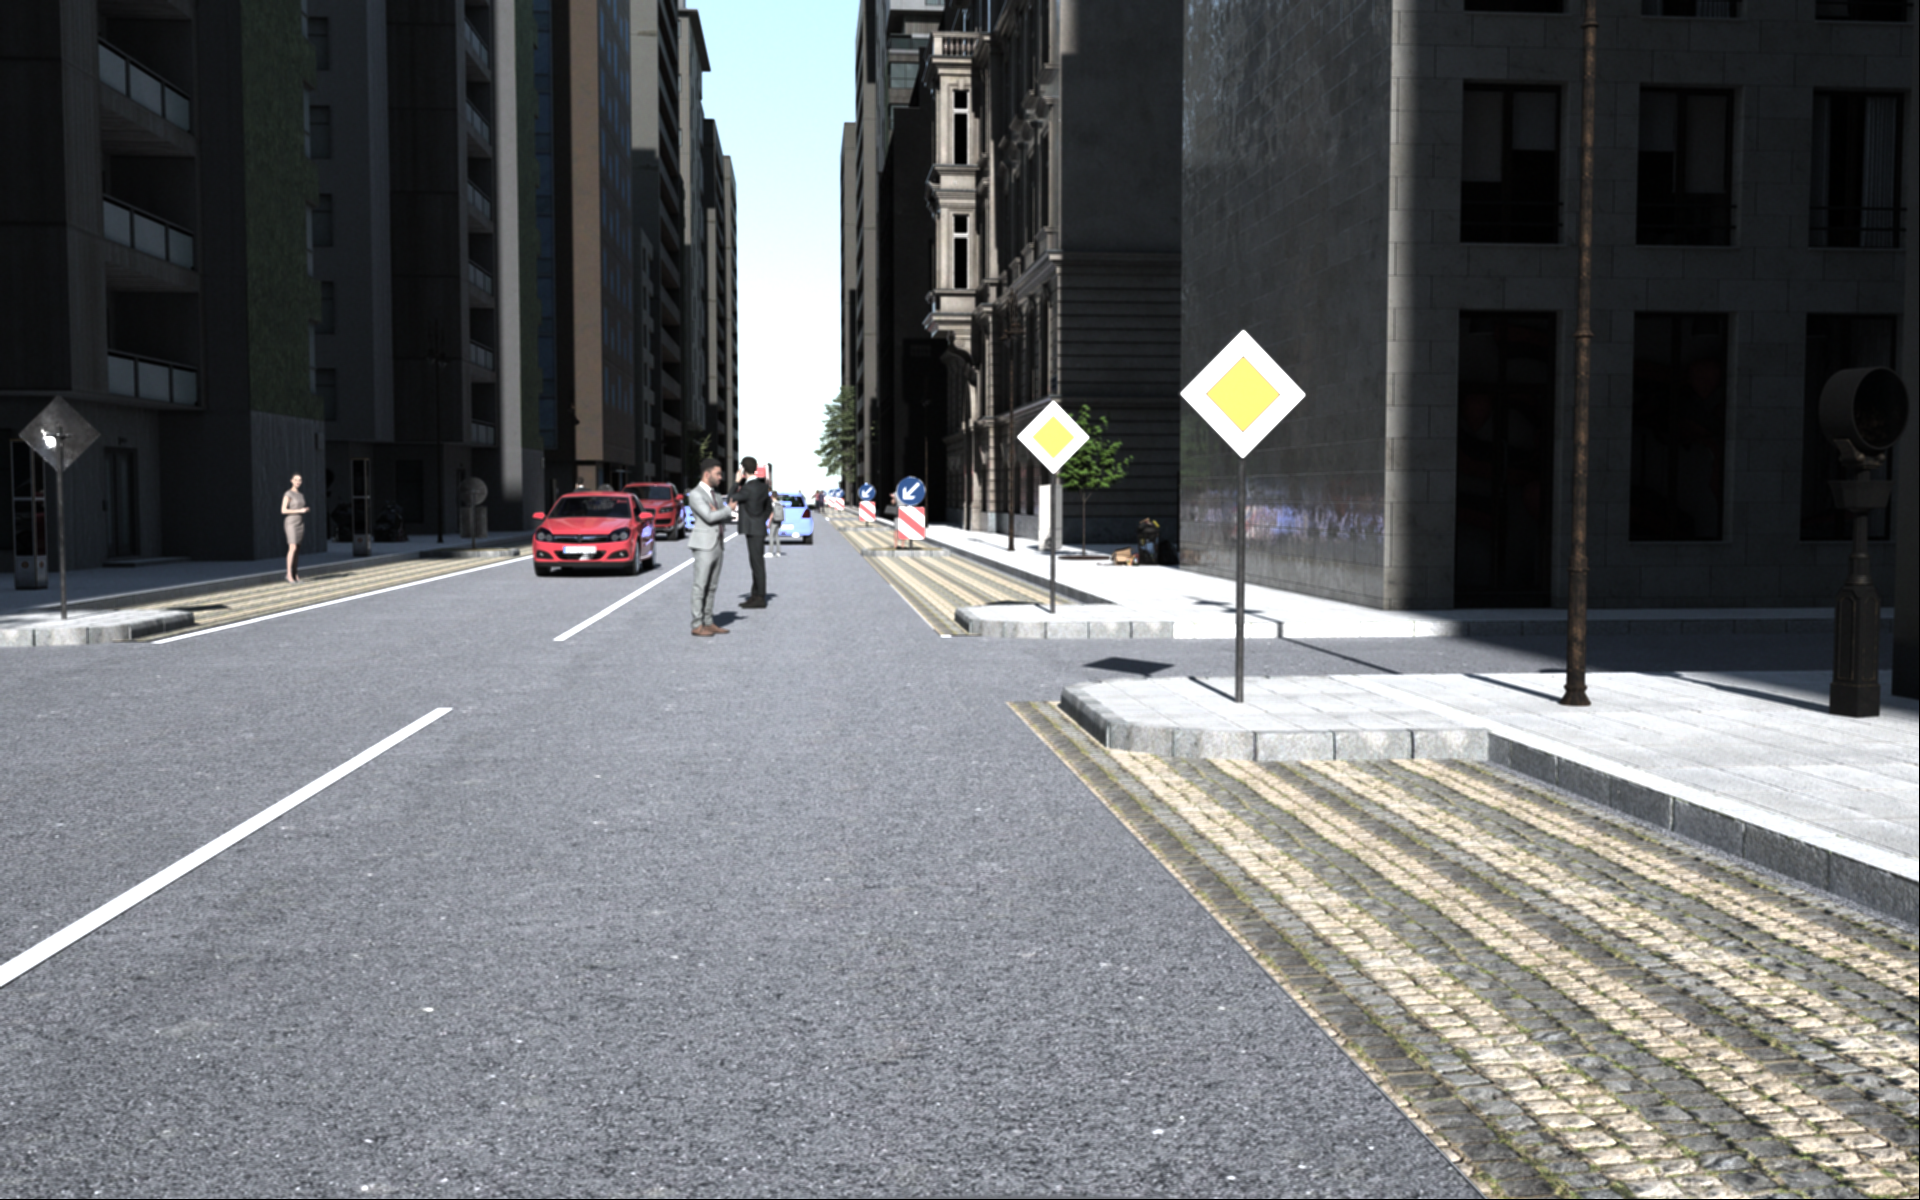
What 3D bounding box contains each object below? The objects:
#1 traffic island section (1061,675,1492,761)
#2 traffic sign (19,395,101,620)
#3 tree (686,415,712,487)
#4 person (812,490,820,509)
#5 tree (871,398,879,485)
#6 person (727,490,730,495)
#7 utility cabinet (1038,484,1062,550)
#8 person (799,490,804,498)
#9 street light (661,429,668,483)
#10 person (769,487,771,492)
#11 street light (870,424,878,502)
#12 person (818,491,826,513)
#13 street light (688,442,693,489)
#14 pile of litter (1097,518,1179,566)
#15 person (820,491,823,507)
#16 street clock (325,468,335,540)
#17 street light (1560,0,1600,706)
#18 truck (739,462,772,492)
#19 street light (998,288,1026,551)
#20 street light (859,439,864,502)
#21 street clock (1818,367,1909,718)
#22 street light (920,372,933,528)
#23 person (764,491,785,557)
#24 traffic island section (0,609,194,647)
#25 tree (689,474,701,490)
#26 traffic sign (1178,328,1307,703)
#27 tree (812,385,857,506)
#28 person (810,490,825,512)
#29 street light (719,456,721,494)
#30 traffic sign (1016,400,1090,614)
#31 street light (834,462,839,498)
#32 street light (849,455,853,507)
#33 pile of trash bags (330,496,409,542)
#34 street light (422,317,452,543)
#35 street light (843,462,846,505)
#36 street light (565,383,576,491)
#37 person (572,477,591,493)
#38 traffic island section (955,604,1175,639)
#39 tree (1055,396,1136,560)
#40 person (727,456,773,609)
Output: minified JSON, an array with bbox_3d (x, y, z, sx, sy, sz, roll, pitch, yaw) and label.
[{"bbox_3d":[1.739,0.710,10.680,2.009,0.180,2.903,0,4,-5],"label":"traffic island section"},{"bbox_3d":[-9.161,-0.857,17.654,0.795,2.450,0.064,0,4,-5],"label":"traffic sign"},{"bbox_3d":[-25.411,-12.978,162.548,4.737,8.622,4.395,0,3,0],"label":"tree"},{"bbox_3d":[-13.342,-9.436,162.872,1.348,1.812,0.705,-2,4,-35],"label":"person"},{"bbox_3d":[-3.504,-9.324,102.815,4.737,8.622,4.395,0,3,0],"label":"tree"},{"bbox_3d":[-21.095,-9.216,159.166,1.348,1.826,0.705,-1,4,-11],"label":"person"},{"bbox_3d":[2.072,-1.904,39.812,0.318,1.500,1.173,1,4,16],"label":"utility cabinet"},{"bbox_3d":[-14.477,-9.036,156.255,1.348,1.821,0.705,3,5,43],"label":"person"},{"bbox_3d":[-20.627,-9.058,120.878,0.468,5.910,1.993,0,4,-5],"label":"street light"},{"bbox_3d":[-10.657,-5.395,96.665,1.348,1.831,0.705,2,4,34],"label":"person"},{"bbox_3d":[-5.732,-8.694,114.927,0.468,5.910,1.993,0,4,-5],"label":"street light"},{"bbox_3d":[-10.527,-7.494,131.941,0.541,1.710,0.530,3,5,44],"label":"person"},{"bbox_3d":[-23.095,-10.766,148.806,0.468,5.910,1.993,0,4,-5],"label":"street light"},{"bbox_3d":[3.260,-1.069,31.441,1.719,0.858,1.176,-1,4,-9],"label":"pile of litter"},{"bbox_3d":[-15.642,-11.415,195.162,0.705,1.821,1.348,-1,4,-9],"label":"person"},{"bbox_3d":[-17.875,-2.706,48.806,0.471,2.002,0.358,0,4,-7],"label":"street clock"},{"bbox_3d":[3.752,-2.299,10.383,0.468,5.910,1.993,0,4,-5],"label":"street light"},{"bbox_3d":[-18.258,-10.144,154.768,2.839,4.237,11.283,0,4,-3],"label":"truck"},{"bbox_3d":[1.159,-4.047,38.951,0.468,5.910,1.993,0,4,-5],"label":"street light"},{"bbox_3d":[-8.129,-10.359,142.151,0.468,5.910,1.993,0,4,-5],"label":"street light"},{"bbox_3d":[5.186,-0.331,9.983,0.471,2.002,0.358,-2,4,-24],"label":"street clock"},{"bbox_3d":[-1.281,-5.698,65.949,0.468,5.910,1.993,0,4,-5],"label":"street light"},{"bbox_3d":[-4.237,-1.737,39.501,0.523,1.515,0.503,0,4,0],"label":"person"},{"bbox_3d":[-9.184,0.279,17.713,2.009,0.180,2.903,0,4,-5],"label":"traffic island section"},{"bbox_3d":[-25.498,-10.649,168.714,1.663,3.219,1.824,0,3,0],"label":"tree"},{"bbox_3d":[1.717,-0.426,10.601,0.795,2.450,0.064,0,4,-5],"label":"traffic sign"},{"bbox_3d":[-11.555,-16.067,180.828,7.486,12.596,7.792,0,3,0],"label":"tree"},{"bbox_3d":[-11.198,-7.768,136.230,1.217,1.743,0.721,1,4,14],"label":"person"},{"bbox_3d":[-28.274,-14.148,204.105,0.468,5.910,1.993,0,4,-5],"label":"street light"},{"bbox_3d":[0.993,-0.912,18.553,0.795,2.450,0.064,0,4,-5],"label":"traffic sign"},{"bbox_3d":[-18.250,-17.092,252.235,0.468,5.910,1.993,0,4,-5],"label":"street light"},{"bbox_3d":[-10.638,-12.015,169.238,0.468,5.910,1.993,0,4,-5],"label":"street light"},{"bbox_3d":[-16.614,-2.266,46.801,3.447,1.369,1.912,0,4,1],"label":"pile of trash bags"},{"bbox_3d":[-13.702,-4.446,45.479,0.468,5.910,1.993,0,4,-5],"label":"street light"},{"bbox_3d":[-13.206,-13.748,197.569,0.468,5.910,1.993,0,4,-5],"label":"street light"},{"bbox_3d":[-16.202,-6.103,72.579,0.468,5.910,1.993,0,4,-5],"label":"street light"},{"bbox_3d":[-10.335,-2.418,47.403,0.474,1.900,0.648,3,5,43],"label":"person"},{"bbox_3d":[1.016,0.223,18.633,2.009,0.180,2.903,0,4,-5],"label":"traffic island section"},{"bbox_3d":[2.355,-2.410,34.008,1.663,3.219,1.824,0,3,0],"label":"tree"},{"bbox_3d":[-2.648,-0.850,21.766,0.474,1.900,0.648,1,4,10],"label":"person"}]
